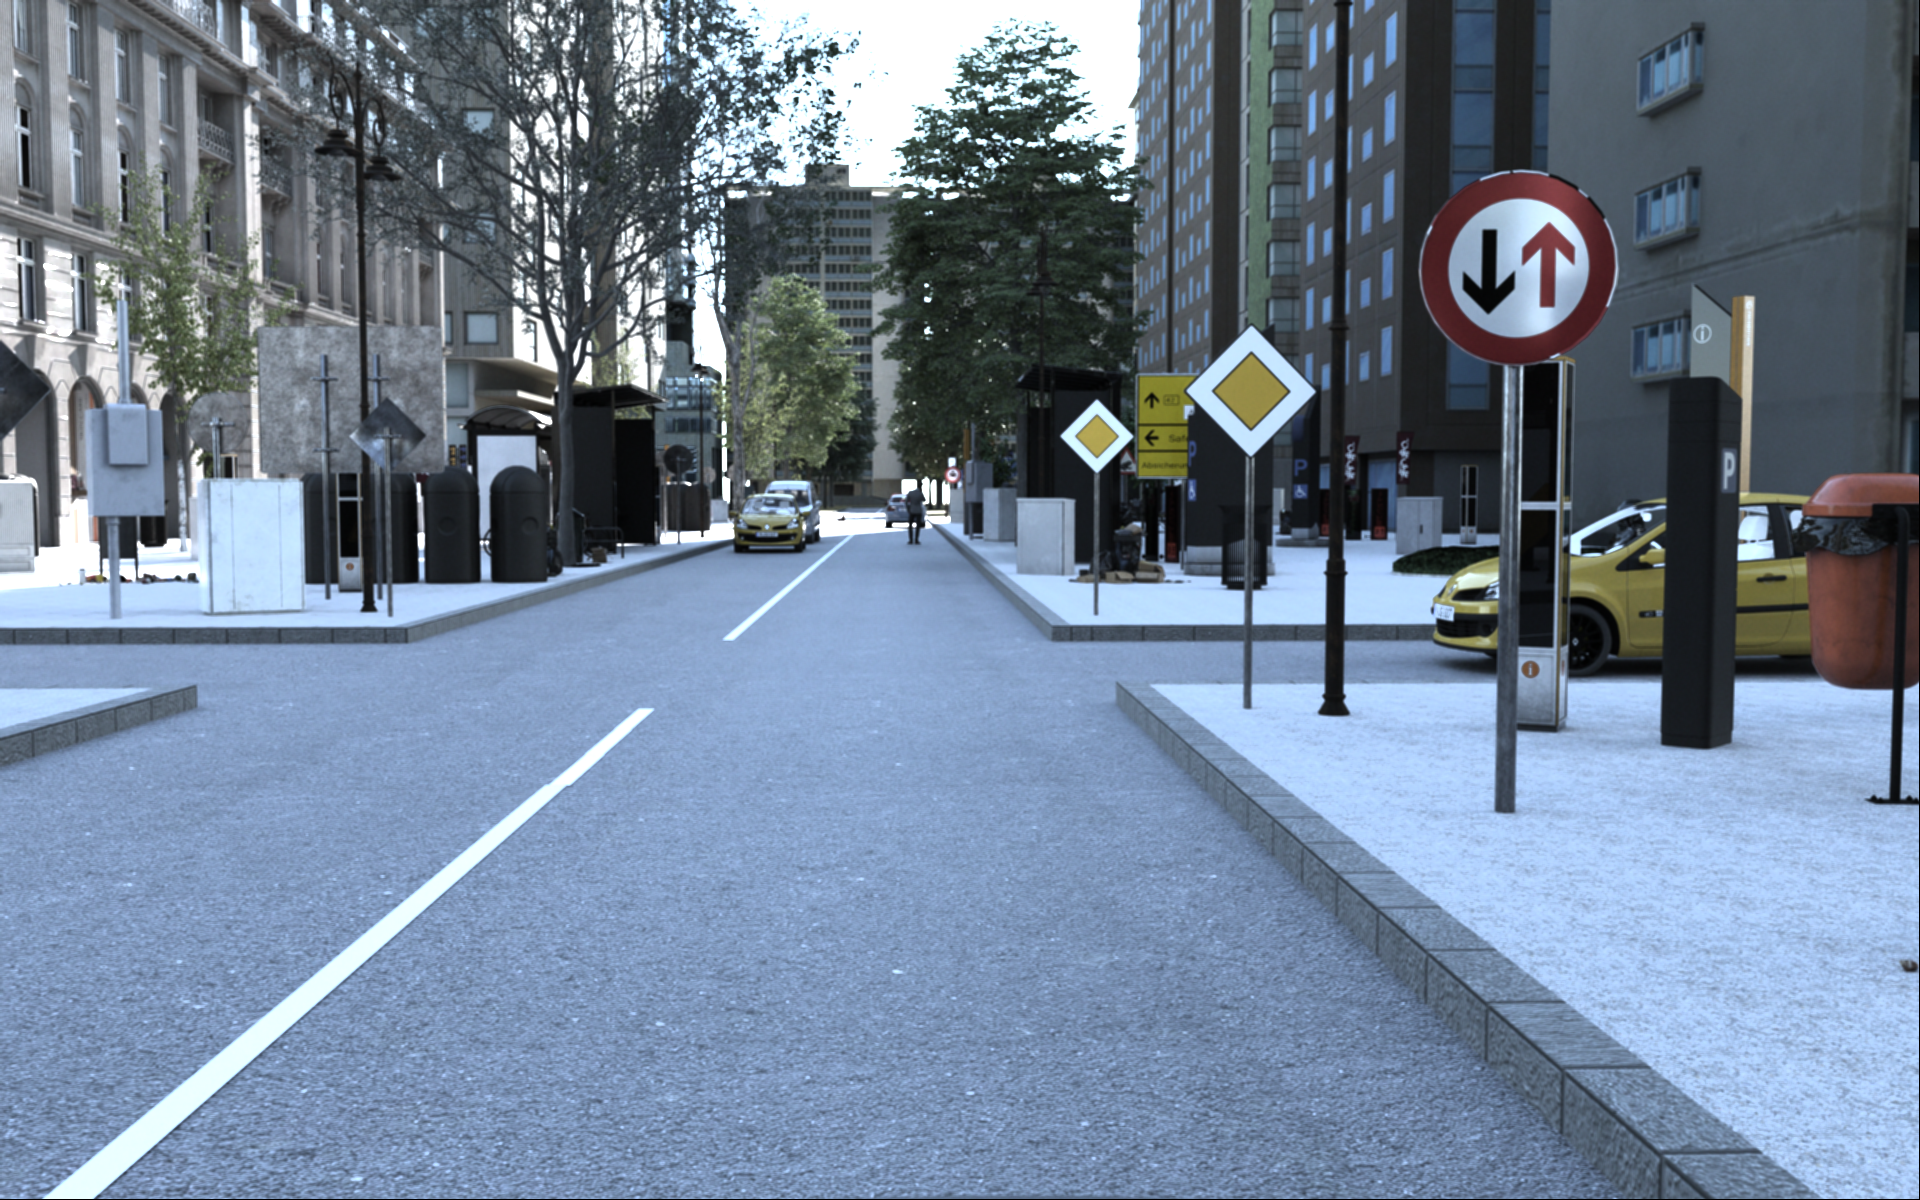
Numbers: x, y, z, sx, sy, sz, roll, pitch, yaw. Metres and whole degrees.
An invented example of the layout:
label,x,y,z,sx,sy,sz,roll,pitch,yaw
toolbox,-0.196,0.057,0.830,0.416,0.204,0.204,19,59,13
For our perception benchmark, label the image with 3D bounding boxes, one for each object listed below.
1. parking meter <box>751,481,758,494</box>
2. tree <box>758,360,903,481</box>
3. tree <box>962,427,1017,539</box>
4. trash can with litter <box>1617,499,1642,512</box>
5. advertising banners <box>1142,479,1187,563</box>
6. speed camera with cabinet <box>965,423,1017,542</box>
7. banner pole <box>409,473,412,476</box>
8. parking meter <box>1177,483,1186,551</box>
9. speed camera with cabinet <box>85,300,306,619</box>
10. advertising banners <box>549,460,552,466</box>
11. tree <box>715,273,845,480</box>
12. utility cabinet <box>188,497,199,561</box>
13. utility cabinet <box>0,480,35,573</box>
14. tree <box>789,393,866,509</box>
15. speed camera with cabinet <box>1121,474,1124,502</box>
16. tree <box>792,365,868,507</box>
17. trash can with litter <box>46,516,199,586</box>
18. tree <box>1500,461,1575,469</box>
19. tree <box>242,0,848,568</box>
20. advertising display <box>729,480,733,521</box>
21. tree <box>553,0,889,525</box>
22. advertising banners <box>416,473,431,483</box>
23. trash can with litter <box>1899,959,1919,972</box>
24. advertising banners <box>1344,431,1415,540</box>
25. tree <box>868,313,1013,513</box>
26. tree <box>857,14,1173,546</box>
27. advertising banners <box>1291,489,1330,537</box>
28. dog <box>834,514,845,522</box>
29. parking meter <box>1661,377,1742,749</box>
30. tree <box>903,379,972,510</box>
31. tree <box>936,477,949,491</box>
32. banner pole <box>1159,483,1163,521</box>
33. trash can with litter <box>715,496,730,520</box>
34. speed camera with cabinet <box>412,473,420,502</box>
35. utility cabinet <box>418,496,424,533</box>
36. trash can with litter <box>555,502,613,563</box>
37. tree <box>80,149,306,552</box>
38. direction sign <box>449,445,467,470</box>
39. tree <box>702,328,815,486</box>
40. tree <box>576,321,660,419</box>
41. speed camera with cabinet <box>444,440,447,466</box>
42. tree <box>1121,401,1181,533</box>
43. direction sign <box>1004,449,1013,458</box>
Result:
label,x,y,z,sx,sy,sz,roll,pitch,yaw
parking meter,-9.436,-4.522,79.642,0.255,1.863,0.399,-1,4,-17
tree,-11.269,-12.513,130.336,9.928,11.665,9.643,0,3,0
tree,0.775,-3.407,50.309,1.663,3.219,1.824,0,3,0
trash can with litter,13.569,-1.448,35.054,0.624,1.170,1.055,2,4,35
advertising banners,3.959,-2.211,32.339,0.090,3.025,2.074,-2,4,-24
speed camera with cabinet,0.854,-3.264,47.703,0.660,3.252,2.038,-2,4,-27
banner pole,-14.303,-3.315,44.215,0.401,3.779,0.863,2,4,33
parking meter,5.065,-1.876,39.086,0.372,1.533,0.369,0,3,0
speed camera with cabinet,-8.075,-1.466,18.308,2.038,3.252,0.660,-2,4,-33
advertising banners,-21.769,-5.720,89.702,2.074,3.025,0.090,0,4,4
tree,-8.556,-10.465,89.230,7.486,12.596,7.792,0,3,0
utility cabinet,-14.757,-1.380,33.721,0.306,1.237,1.020,-2,4,-33
utility cabinet,-15.462,-1.162,27.670,1.173,1.500,0.318,-2,4,-29
tree,-12.048,-13.305,151.948,8.767,10.594,7.601,2,4,24
speed camera with cabinet,3.896,-3.312,48.488,0.660,3.252,2.038,-1,4,-21
tree,-12.442,-16.023,168.634,9.857,13.997,8.962,0,3,0
trash can with litter,-11.834,-0.858,25.081,2.233,1.210,1.678,0,4,-4
tree,13.535,-2.854,41.260,1.663,3.219,1.824,0,3,0
tree,-6.848,-7.320,30.048,12.009,13.543,11.850,0,3,0
advertising display,-10.857,-4.699,82.047,0.123,1.923,0.974,-1,4,-9
tree,-9.314,-12.593,61.781,12.611,20.169,13.585,0,3,0
advertising banners,-13.524,-2.771,41.492,2.074,3.025,0.090,-3,5,-41
trash can with litter,3.785,0.391,4.665,2.233,1.210,1.678,2,4,26
advertising banners,11.679,-3.188,48.305,2.074,3.025,0.090,-1,4,-9
tree,-0.584,-12.933,118.105,9.857,13.997,8.962,0,3,0
tree,1.156,-7.572,41.926,7.486,12.596,7.792,0,3,0
advertising banners,10.942,-3.401,51.796,2.074,3.025,0.090,0,4,-5
dog,-6.230,-4.286,90.263,0.748,0.427,0.550,-1,4,-14
parking meter,3.793,-0.192,8.858,0.255,1.863,0.399,3,5,42
tree,-2.320,-13.163,140.975,9.928,11.665,9.643,0,3,0
tree,-2.077,-13.150,165.358,4.360,8.622,3.978,0,3,0
banner pole,9.676,-5.704,83.277,0.401,3.779,0.863,1,4,16
trash can with litter,-11.940,-4.512,84.823,2.233,1.210,1.678,3,5,39
speed camera with cabinet,-17.311,-3.527,52.004,2.038,3.252,0.660,0,4,-8
utility cabinet,-17.926,-2.794,56.848,1.020,1.237,0.306,2,4,34
trash can with litter,-7.018,-1.280,32.313,1.055,1.170,0.624,-1,4,-11
tree,-16.922,-5.363,38.044,4.737,8.622,4.395,0,3,0
direction sign,-23.070,-5.360,79.634,0.876,3.537,0.379,1,4,15
tree,-9.284,-7.685,76.016,4.360,8.622,3.978,0,3,0
tree,-14.883,-7.569,74.123,4.360,8.622,3.978,0,3,0
speed camera with cabinet,-18.528,-4.195,62.926,0.660,3.252,2.038,-1,4,-13
tree,6.123,-4.519,57.597,4.285,4.588,4.351,0,3,0
direction sign,2.407,-5.851,87.656,0.379,3.537,0.876,3,5,41
